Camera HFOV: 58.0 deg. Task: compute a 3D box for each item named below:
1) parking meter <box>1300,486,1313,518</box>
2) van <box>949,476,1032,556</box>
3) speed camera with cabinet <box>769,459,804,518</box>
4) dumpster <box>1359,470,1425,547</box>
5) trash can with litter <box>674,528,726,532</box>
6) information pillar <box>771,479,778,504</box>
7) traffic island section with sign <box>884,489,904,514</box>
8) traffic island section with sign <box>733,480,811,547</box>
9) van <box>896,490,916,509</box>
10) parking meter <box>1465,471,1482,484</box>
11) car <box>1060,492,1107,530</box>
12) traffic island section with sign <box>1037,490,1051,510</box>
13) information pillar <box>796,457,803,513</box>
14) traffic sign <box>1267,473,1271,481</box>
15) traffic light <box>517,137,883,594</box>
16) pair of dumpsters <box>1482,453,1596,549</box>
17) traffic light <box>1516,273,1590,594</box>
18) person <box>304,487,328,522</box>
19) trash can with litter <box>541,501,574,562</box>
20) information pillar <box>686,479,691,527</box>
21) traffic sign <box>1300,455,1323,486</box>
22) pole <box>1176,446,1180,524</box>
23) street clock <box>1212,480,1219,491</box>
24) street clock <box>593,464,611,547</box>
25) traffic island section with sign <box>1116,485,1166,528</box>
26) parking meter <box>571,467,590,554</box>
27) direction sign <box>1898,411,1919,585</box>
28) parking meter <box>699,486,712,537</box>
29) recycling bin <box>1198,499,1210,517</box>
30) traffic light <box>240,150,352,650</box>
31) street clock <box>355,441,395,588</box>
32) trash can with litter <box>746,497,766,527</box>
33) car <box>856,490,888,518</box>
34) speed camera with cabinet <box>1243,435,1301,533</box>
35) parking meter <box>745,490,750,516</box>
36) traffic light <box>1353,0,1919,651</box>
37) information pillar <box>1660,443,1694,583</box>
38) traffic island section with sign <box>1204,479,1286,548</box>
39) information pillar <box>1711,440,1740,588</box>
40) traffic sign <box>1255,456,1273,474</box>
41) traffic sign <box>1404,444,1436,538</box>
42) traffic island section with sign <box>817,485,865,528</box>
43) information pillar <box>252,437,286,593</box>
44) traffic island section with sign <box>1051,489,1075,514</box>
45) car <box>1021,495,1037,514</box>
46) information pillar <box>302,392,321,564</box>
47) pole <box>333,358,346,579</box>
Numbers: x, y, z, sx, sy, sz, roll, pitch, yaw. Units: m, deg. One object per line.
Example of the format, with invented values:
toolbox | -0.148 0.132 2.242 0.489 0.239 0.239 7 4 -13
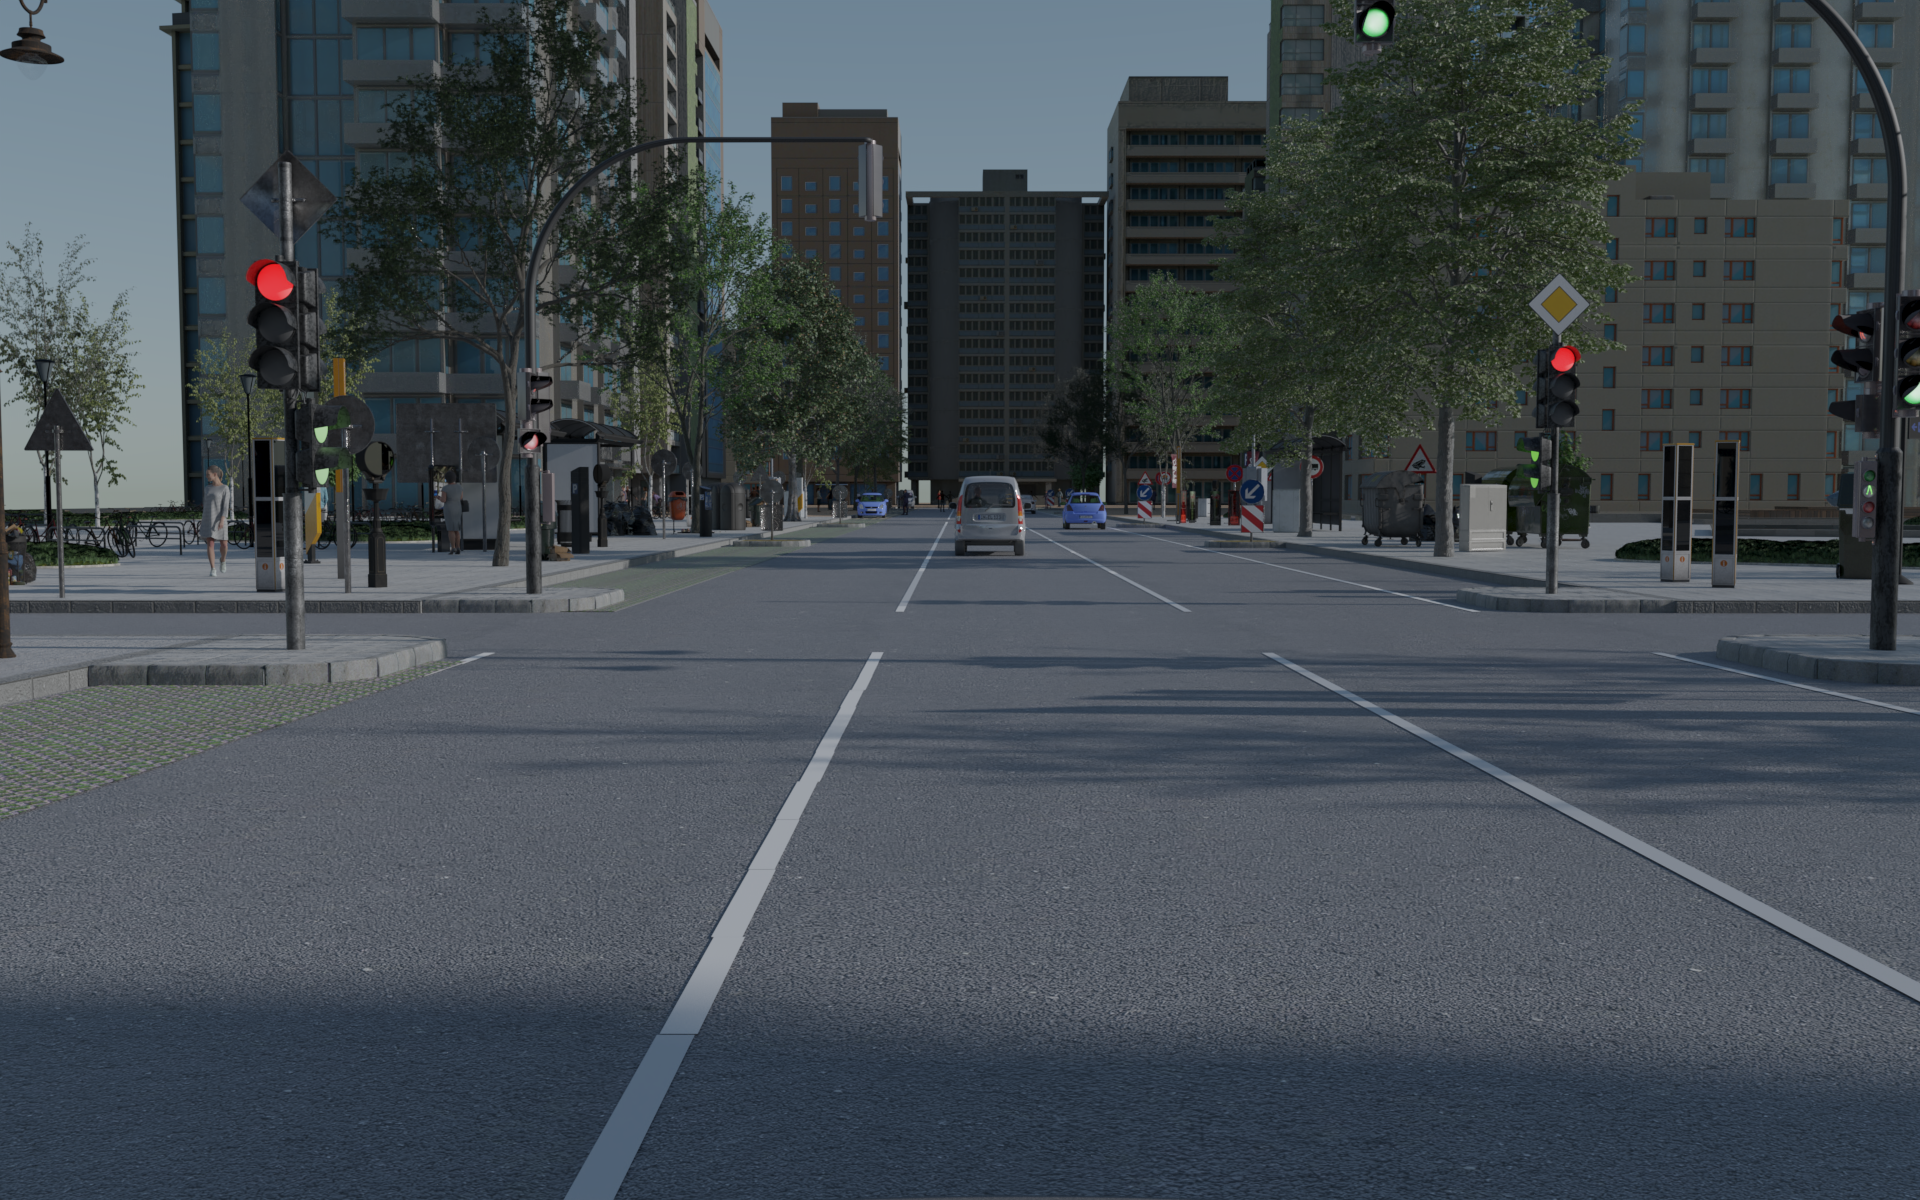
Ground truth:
parking meter | 10.843 -2.801 54.209 0.372 1.533 0.369 0 3 0
van | 0.725 -2.118 41.642 2.013 2.044 4.112 0 4 1
speed camera with cabinet | -9.555 -6.134 94.621 2.038 3.252 0.660 1 4 17
dumpster | 10.668 -2.260 42.703 1.264 1.857 1.865 0 3 0
trash can with litter | -8.906 -2.914 58.702 1.678 1.210 2.233 -1 4 -19
information pillar | -9.323 -5.054 87.122 0.304 2.012 0.304 1 4 12
traffic island section with sign | -5.072 -7.063 124.109 1.989 1.847 2.006 0 3 0
traffic island section with sign | -5.150 -2.388 47.665 1.989 1.847 2.006 0 3 0
van | -5.236 -9.850 168.059 2.013 2.044 4.112 0 4 -1
parking meter | 13.102 -2.355 44.214 0.255 1.863 0.399 -2 4 -31
car | 5.095 -3.771 71.246 1.945 1.707 3.694 0 4 1
traffic island section with sign | 7.777 -8.725 151.286 1.989 1.847 2.006 0 3 0
information pillar | -8.176 -5.885 87.568 0.504 3.616 0.183 2 4 30
traffic sign | 12.771 -4.264 69.725 0.884 2.594 0.081 0 4 7
traffic light | -3.372 -2.908 22.216 4.771 5.953 1.251 0 3 0
pair of dumpsters | 14.136 -2.452 42.592 1.574 2.255 4.437 0 3 0
traffic light | 7.597 -2.035 22.185 0.839 4.253 0.868 0 3 0
person | -19.249 -2.798 51.805 0.660 1.820 0.620 -2 4 -32
trash can with litter | -7.851 -1.342 33.328 1.055 1.170 0.624 3 4 36
information pillar | -10.590 -3.892 68.121 0.304 2.012 0.304 -1 4 -20
traffic sign | 11.516 -3.468 56.803 0.768 2.556 0.104 0 4 8
pole | 9.341 -4.909 74.111 0.158 3.312 0.155 0 3 0
street clock | 12.857 -5.051 87.149 0.358 2.002 0.471 2 4 27
street clock | -8.641 -2.277 41.805 0.358 2.002 0.471 -3 5 -41
traffic island section with sign | 7.700 -3.998 73.990 1.989 1.847 2.006 0 3 0
parking meter | -8.164 -1.927 37.212 0.255 1.863 0.399 -3 5 -43
direction sign | 13.363 -1.991 24.550 0.876 3.537 0.379 -1 4 -21
parking meter | -7.620 -2.659 51.882 0.372 1.533 0.369 0 3 0
recycling bin | 13.538 -5.154 96.814 0.722 1.027 0.722 1 4 22
traffic light | -5.472 -1.546 14.198 0.839 4.253 0.868 0 3 0
street clock | -8.005 -1.173 23.751 0.358 2.002 0.471 3 4 39
trash can with litter | -7.991 -3.391 66.838 0.624 1.170 1.055 3 4 36
car | -5.255 -5.742 103.475 1.945 1.707 3.694 0 4 -2
speed camera with cabinet | 10.504 -3.883 57.827 2.038 3.252 0.660 2 4 31
parking meter | -11.959 -5.410 96.863 0.372 1.533 0.369 0 3 0
traffic light | 5.497 -2.409 14.061 4.771 5.953 1.251 0 3 0
information pillar | 10.437 -1.268 25.220 0.304 2.012 0.304 -1 4 -16
traffic island section with sign | 7.675 -2.341 46.898 1.989 1.847 2.006 0 3 0
information pillar | 10.485 -1.176 23.717 0.304 2.012 0.304 2 4 26
traffic sign | 10.489 -3.691 60.077 0.795 2.593 0.064 0 4 2
traffic sign | 11.928 -2.753 45.010 0.884 2.594 0.081 0 4 3
traffic island section with sign | -5.111 -4.036 74.620 1.989 1.847 2.006 0 3 0
information pillar | -9.017 -1.111 22.664 0.304 2.012 0.304 1 4 14
traffic island section with sign | 7.743 -7.077 124.331 1.989 1.847 2.006 0 3 0
car | 4.543 -6.923 125.547 2.083 1.381 4.827 0 4 1
information pillar | -11.917 -2.475 31.826 0.504 3.616 0.183 3 5 44
pole | -9.334 -1.975 26.131 0.158 3.312 0.155 0 3 0
